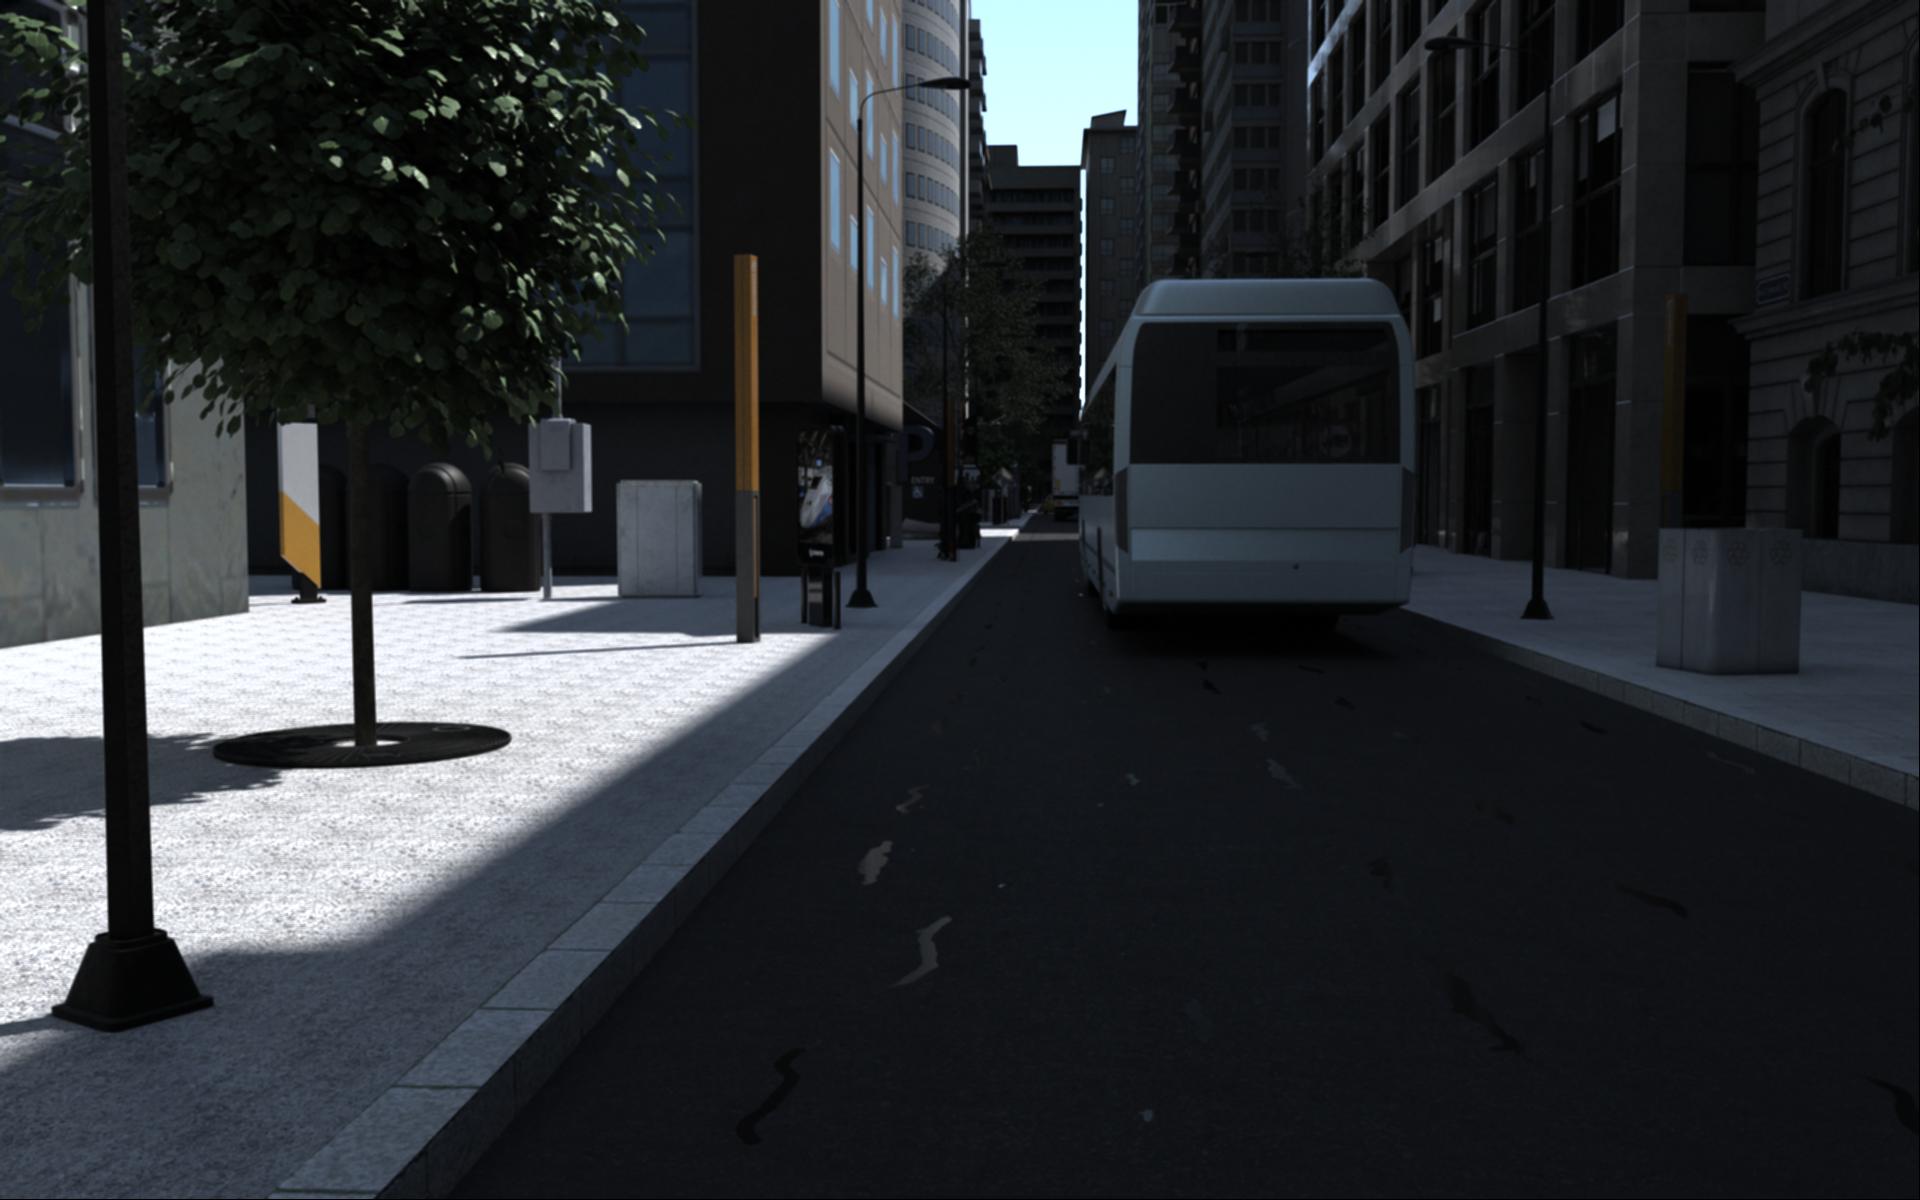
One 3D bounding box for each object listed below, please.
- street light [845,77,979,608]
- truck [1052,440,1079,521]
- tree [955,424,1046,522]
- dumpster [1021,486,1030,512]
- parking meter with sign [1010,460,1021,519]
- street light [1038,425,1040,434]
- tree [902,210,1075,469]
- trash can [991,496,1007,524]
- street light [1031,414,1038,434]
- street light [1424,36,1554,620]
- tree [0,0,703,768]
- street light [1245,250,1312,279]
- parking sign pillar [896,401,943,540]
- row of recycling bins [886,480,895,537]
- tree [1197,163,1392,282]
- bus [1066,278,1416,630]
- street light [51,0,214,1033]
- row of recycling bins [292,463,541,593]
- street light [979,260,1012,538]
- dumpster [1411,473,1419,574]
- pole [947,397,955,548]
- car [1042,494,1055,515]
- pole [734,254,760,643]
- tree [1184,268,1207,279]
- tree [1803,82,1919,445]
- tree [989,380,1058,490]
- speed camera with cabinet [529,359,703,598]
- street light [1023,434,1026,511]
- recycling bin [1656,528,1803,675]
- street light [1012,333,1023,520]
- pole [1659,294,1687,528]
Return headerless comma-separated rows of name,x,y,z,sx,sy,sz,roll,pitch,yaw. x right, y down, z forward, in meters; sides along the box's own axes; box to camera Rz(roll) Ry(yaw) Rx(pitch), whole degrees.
street light,-0.579,-2.871,19.484,1.470,5.913,1.316,0,4,3
truck,6.419,-6.479,94.838,2.839,4.237,11.283,0,4,4
tree,1.115,-5.891,80.030,4.285,4.588,4.351,0,3,0
dumpster,4.150,-7.279,121.497,1.502,2.255,1.985,0,4,3
parking meter with sign,2.871,-5.732,89.972,0.543,3.016,1.738,1,4,8
street light,3.769,-7.834,100.626,1.470,5.913,1.316,0,4,3
tree,0.218,-7.472,56.573,7.601,10.594,8.767,0,4,-7
trash can,1.689,-3.814,74.017,0.748,1.137,0.748,0,3,0
street light,2.971,-6.923,85.738,1.470,5.913,1.316,0,4,3
street light,5.416,-2.764,17.731,1.470,5.913,1.316,0,4,3
tree,-2.936,-1.527,8.674,4.285,4.588,4.351,0,3,0
street light,6.141,-3.708,33.166,1.470,5.913,1.316,0,4,3
parking sign pillar,-1.132,-3.702,48.999,1.447,3.967,1.447,1,4,19
row of recycling bins,-3.507,-2.762,52.276,3.534,1.692,1.069,1,4,22
tree,7.379,-5.355,37.911,4.360,8.622,3.978,0,3,0
bus,2.893,-1.626,21.449,2.948,3.499,13.247,0,4,2
street light,-1.516,-1.930,4.091,1.470,5.913,1.316,0,4,3
row of recycling bins,-7.284,-0.979,23.113,3.534,1.692,1.069,1,4,10
street light,0.242,-3.796,34.612,1.470,5.913,1.316,0,4,3
dumpster,6.646,-1.360,27.993,1.264,1.857,1.865,0,4,3
pole,-0.214,-2.614,36.587,0.158,3.312,0.155,0,3,0
car,6.813,-6.884,122.769,2.015,1.641,3.980,0,4,2
pole,-1.831,-1.288,14.902,0.158,3.312,0.155,0,3,0
tree,8.070,-6.461,55.993,4.737,8.622,4.395,0,3,0
tree,5.372,-3.487,7.370,4.360,8.622,3.978,0,3,0
tree,3.846,-9.873,111.791,4.360,8.622,3.978,0,3,0
speed camera with cabinet,-4.252,-1.658,21.452,2.038,3.252,0.660,0,4,-2
street light,2.023,-6.022,71.002,1.470,5.913,1.316,0,4,3
recycling bin,5.598,-0.004,12.627,0.722,1.027,0.722,-1,4,-11
street light,1.012,-4.749,50.185,1.470,5.913,1.316,0,4,3
pole,7.315,-1.464,17.786,0.158,3.312,0.155,0,3,0
